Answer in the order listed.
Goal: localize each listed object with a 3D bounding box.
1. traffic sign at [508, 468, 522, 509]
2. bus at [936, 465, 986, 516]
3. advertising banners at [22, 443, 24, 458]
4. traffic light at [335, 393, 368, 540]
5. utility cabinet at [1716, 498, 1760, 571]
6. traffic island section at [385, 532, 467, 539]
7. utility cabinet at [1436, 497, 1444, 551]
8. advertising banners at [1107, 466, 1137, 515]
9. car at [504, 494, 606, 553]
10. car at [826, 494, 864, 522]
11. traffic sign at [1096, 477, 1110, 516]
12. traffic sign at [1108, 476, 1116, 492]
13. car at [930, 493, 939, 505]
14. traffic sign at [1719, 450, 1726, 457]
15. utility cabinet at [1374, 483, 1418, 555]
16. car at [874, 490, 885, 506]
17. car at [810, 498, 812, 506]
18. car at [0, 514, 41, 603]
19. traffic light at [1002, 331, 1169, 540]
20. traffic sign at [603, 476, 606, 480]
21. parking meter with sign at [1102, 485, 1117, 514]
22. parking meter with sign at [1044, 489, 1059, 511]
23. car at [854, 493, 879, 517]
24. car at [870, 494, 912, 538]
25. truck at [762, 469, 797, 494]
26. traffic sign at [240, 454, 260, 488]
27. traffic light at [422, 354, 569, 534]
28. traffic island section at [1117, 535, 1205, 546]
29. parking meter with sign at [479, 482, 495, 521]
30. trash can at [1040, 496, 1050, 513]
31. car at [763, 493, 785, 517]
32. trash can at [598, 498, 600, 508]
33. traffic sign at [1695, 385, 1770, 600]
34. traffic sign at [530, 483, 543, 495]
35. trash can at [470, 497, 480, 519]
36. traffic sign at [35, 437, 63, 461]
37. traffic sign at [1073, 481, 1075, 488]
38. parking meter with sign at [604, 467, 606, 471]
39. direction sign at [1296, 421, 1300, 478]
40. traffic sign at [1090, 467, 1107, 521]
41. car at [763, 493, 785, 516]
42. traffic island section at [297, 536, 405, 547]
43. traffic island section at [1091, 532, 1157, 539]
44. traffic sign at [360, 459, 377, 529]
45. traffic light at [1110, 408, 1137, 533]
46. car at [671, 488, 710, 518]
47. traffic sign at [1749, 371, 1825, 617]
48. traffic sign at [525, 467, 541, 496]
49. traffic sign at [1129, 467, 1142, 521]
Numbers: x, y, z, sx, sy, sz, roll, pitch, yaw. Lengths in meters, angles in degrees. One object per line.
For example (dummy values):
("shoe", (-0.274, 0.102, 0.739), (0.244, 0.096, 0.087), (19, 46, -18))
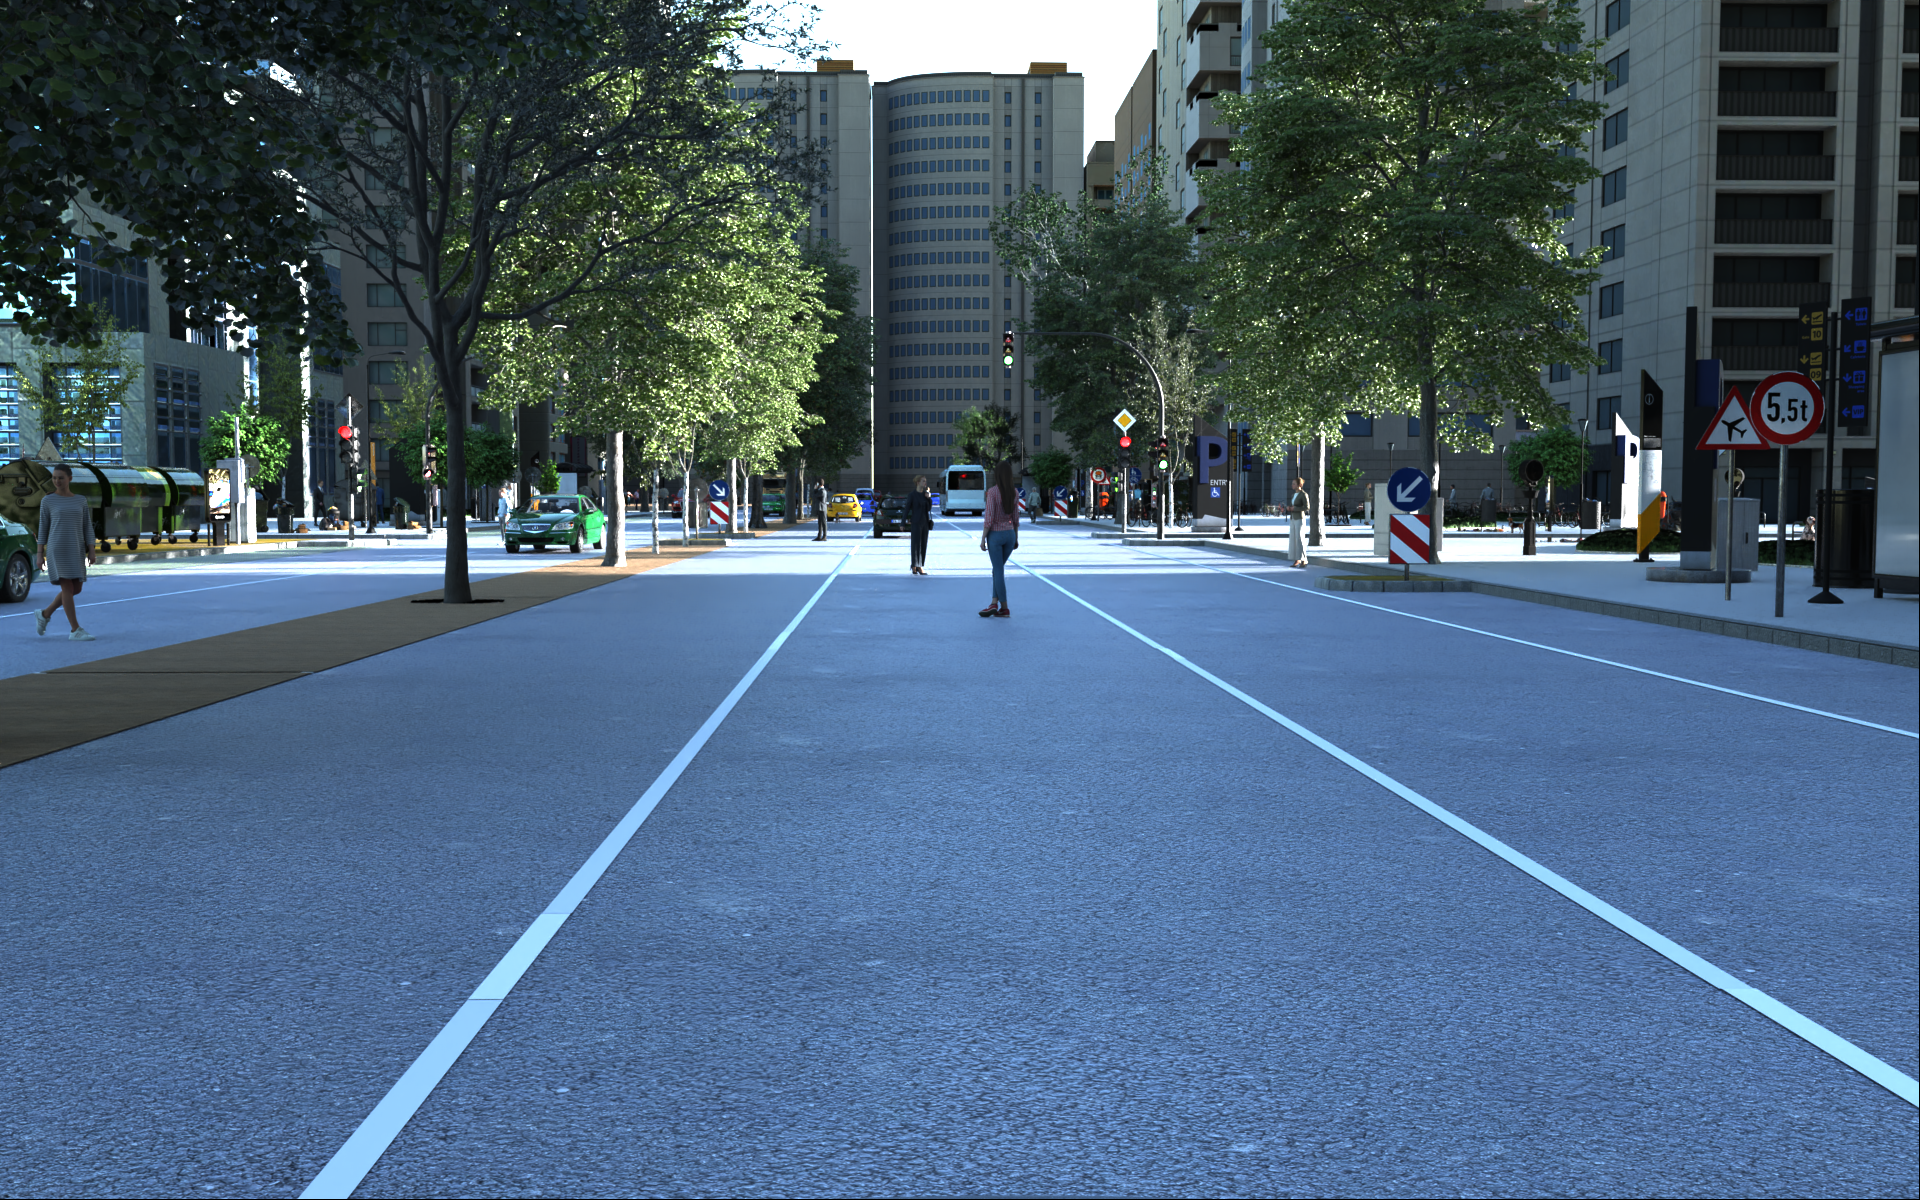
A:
("traffic sign", (-21.455, -5.090, 83.334), (0.768, 2.556, 0.104), (0, 4, -1))
("bus", (0.071, -7.452, 116.695), (2.948, 3.499, 13.247), (0, 4, -3))
("advertising banners", (-31.969, -3.858, 59.261), (0.090, 3.025, 2.074), (-2, 4, -30))
("traffic light", (-16.906, -3.617, 48.057), (0.839, 4.253, 0.868), (0, 4, -2))
("utility cabinet", (12.825, -1.077, 28.767), (1.020, 1.237, 0.306), (-2, 4, -28))
("traffic island section", (-17.221, -2.073, 56.170), (2.009, 0.180, 2.903), (0, 4, -2))
("utility cabinet", (10.628, -1.720, 39.276), (0.306, 1.237, 1.020), (0, 4, -8))
("advertising banners", (10.027, -6.794, 107.263), (2.074, 3.025, 0.090), (2, 4, 32))
("car", (-10.182, -1.956, 43.787), (2.131, 1.459, 4.920), (0, 4, -1))
("car", (-6.063, -4.931, 90.840), (2.015, 1.641, 3.980), (0, 4, -1))
("traffic sign", (8.425, -6.207, 101.488), (0.884, 2.594, 0.081), (0, 4, 1))
("traffic sign", (9.704, -6.657, 108.948), (0.768, 2.556, 0.104), (0, 4, 7))
("car", (-2.810, -11.341, 195.016), (1.945, 1.707, 3.694), (0, 4, -1))
("traffic sign", (11.713, -1.659, 26.860), (0.795, 2.593, 0.064), (0, 4, 5))
("utility cabinet", (8.970, -1.642, 35.524), (0.318, 1.500, 1.173), (-1, 4, -21))
("car", (-8.327, -9.661, 166.636), (2.281, 1.827, 5.304), (0, 4, -2))
("car", (-15.418, -10.961, 189.443), (2.015, 1.641, 3.980), (0, 4, -3))
("car", (-13.278, -0.593, 21.489), (2.131, 1.459, 4.920), (0, 4, -2))
("traffic light", (3.554, -4.524, 48.633), (4.771, 5.953, 1.251), (0, 4, -2))
("traffic sign", (-23.119, -6.955, 113.815), (0.768, 2.556, 0.104), (0, 4, 4))
("parking meter with sign", (9.163, -6.994, 110.617), (1.738, 3.016, 0.543), (2, 4, 23))
("parking meter with sign", (6.430, -8.140, 129.357), (1.738, 3.016, 0.543), (3, 4, 38))
("car", (-6.167, -6.168, 110.432), (1.945, 1.707, 3.694), (0, 4, 0))
("car", (-1.993, -2.926, 57.623), (2.009, 1.686, 4.222), (0, 4, -1))
("truck", (-17.905, -11.198, 172.008), (2.839, 4.237, 11.283), (0, 3, 0))
("traffic sign", (-22.812, -3.389, 55.508), (0.768, 2.556, 0.104), (0, 4, 0))
("traffic light", (-15.093, -4.983, 56.144), (4.771, 5.953, 1.251), (0, 4, -2))
("traffic island section", (5.682, -1.632, 48.962), (2.009, 0.180, 2.903), (0, 4, -2))
("parking meter with sign", (-22.537, -5.264, 82.326), (0.543, 3.016, 1.738), (0, 4, 0))
("trash can", (5.713, -6.427, 116.737), (0.748, 1.137, 0.748), (0, 3, 0))
("car", (-12.146, -6.240, 110.812), (1.959, 1.807, 4.718), (0, 4, -3))
("trash can", (-24.534, -6.462, 117.311), (0.748, 1.137, 0.748), (0, 3, 0))
("traffic sign", (9.271, -1.274, 20.837), (0.884, 2.594, 0.081), (0, 4, 1))
("traffic sign", (-23.943, -5.888, 98.399), (0.606, 2.300, 0.079), (0, 4, 2))
("trash can", (-25.136, -4.797, 90.089), (0.748, 1.137, 0.748), (0, 3, 0))
("traffic sign", (-20.664, -2.402, 39.282), (0.884, 2.594, 0.081), (0, 4, -1))
("traffic sign", (8.674, -7.746, 128.771), (0.606, 2.300, 0.079), (0, 4, -1))
("parking meter with sign", (-21.963, -6.915, 109.321), (0.543, 3.016, 1.738), (-2, 4, -24))
("direction sign", (9.571, -3.492, 49.092), (0.379, 3.537, 0.876), (1, 4, 15))
("traffic sign", (6.507, -4.975, 81.450), (0.768, 2.556, 0.104), (0, 4, 2))
("car", (-12.248, -6.549, 115.877), (1.959, 1.807, 4.718), (0, 4, -2))
("traffic island section", (-16.946, -1.585, 48.190), (2.009, 0.180, 2.903), (0, 4, -2))
("traffic island section", (5.407, -2.120, 56.942), (2.009, 0.180, 2.903), (0, 4, -2))
("traffic sign", (-22.055, -3.929, 64.249), (0.884, 2.594, 0.081), (0, 4, 0))
("traffic light", (5.366, -4.153, 56.827), (0.839, 4.253, 0.868), (0, 4, -2))
("car", (-16.249, -5.878, 104.774), (2.281, 1.827, 5.304), (0, 4, -4))
("traffic sign", (8.556, -1.095, 18.010), (0.768, 2.556, 0.104), (0, 4, 2))
("traffic sign", (-19.980, -4.951, 81.061), (0.768, 2.556, 0.104), (0, 4, -2))
("traffic sign", (8.246, -5.029, 82.333), (0.768, 2.556, 0.104), (0, 4, -1))
